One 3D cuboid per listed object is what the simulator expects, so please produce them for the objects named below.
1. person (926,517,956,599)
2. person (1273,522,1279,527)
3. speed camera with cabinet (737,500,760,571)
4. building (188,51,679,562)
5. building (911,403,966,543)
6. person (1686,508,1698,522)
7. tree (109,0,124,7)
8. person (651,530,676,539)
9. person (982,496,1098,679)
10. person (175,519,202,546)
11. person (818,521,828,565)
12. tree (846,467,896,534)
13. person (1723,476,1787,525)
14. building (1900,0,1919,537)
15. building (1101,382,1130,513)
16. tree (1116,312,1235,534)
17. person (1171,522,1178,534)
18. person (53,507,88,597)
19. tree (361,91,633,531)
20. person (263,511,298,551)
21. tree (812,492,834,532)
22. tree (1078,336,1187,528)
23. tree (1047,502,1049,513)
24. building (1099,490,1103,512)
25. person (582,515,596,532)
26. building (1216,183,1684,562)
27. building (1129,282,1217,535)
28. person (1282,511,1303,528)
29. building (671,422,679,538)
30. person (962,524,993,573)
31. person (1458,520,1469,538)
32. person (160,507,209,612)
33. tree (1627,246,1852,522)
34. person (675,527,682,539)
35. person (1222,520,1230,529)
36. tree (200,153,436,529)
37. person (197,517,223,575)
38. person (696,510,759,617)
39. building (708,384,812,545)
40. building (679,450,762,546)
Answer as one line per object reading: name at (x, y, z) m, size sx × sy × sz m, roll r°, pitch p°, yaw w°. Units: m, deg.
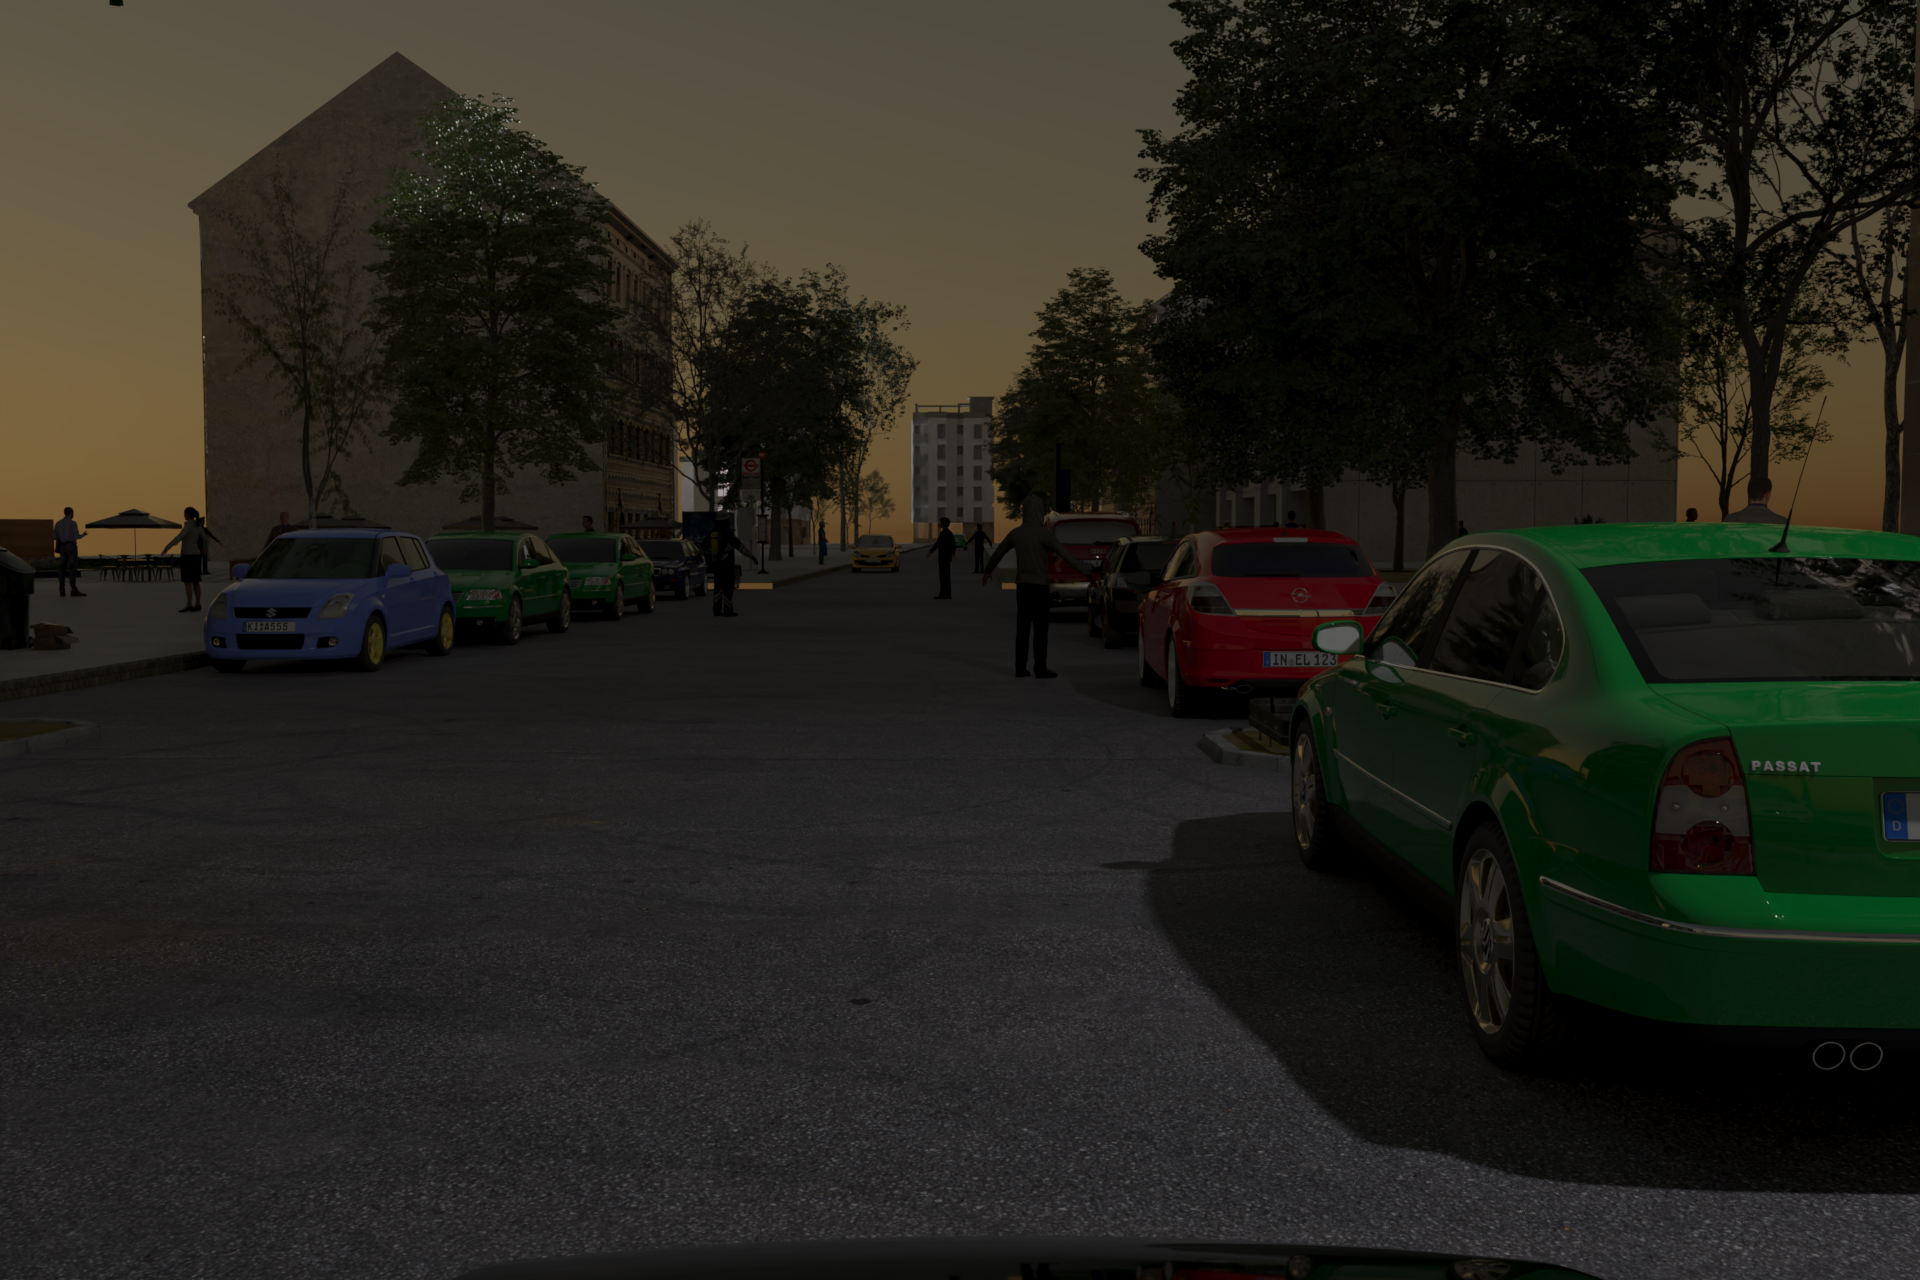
person at (-0.364, -1.814, 38.309) m, size 0.705 × 1.806 × 1.347 m, roll 2°, pitch 4°, yaw 25°
person at (11.812, -3.529, 64.416) m, size 1.216 × 1.740 × 0.721 m, roll 3°, pitch 5°, yaw 42°
speed camera with cabinet at (-7.408, -4.056, 60.646) m, size 0.660 × 3.252 × 2.038 m, roll 0°, pitch 3°, yaw 0°
building at (-25.525, -15.753, 88.483) m, size 19.493 × 23.208 × 18.063 m, roll 0°, pitch 4°, yaw 1°
building at (-6.427, -23.487, 242.889) m, size 11.380 × 20.090 × 16.016 m, roll 1°, pitch 4°, yaw 9°
person at (14.727, -1.753, 34.846) m, size 0.705 × 1.807 × 1.348 m, roll 2°, pitch 4°, yaw 33°
tree at (-11.898, -9.839, 16.750) m, size 12.611 × 20.169 × 13.585 m, roll 0°, pitch 3°, yaw 0°
person at (-12.919, -4.284, 75.815) m, size 1.354 × 1.858 × 0.705 m, roll -1°, pitch 4°, yaw -12°
person at (0.743, -0.532, 17.288) m, size 1.348 × 1.813 × 0.705 m, roll 2°, pitch 4°, yaw 35°
person at (-23.624, -2.852, 53.095) m, size 0.721 × 1.772 × 1.216 m, roll 1°, pitch 4°, yaw 13°
person at (-5.656, -3.988, 71.337) m, size 0.704 × 1.817 × 1.347 m, roll -1°, pitch 4°, yaw -16°
tree at (-12.268, -18.689, 239.980) m, size 7.601 × 10.594 × 8.767 m, roll 0°, pitch 4°, yaw -7°
person at (6.626, -0.475, 14.334) m, size 0.617 × 1.759 × 0.750 m, roll 3°, pitch 5°, yaw 43°
building at (27.008, -12.939, 14.758) m, size 19.351 × 26.588 × 34.151 m, roll 0°, pitch 4°, yaw 1°
building at (25.477, -21.908, 189.131) m, size 19.493 × 23.208 × 18.063 m, roll 0°, pitch 4°, yaw 0°
tree at (7.358, -6.484, 56.380) m, size 4.737 × 8.622 × 4.395 m, roll 0°, pitch 3°, yaw 0°
person at (9.173, -4.132, 73.823) m, size 0.705 × 1.796 × 1.348 m, roll 1°, pitch 4°, yaw 15°
person at (-18.245, -1.818, 35.634) m, size 0.709 × 1.838 × 0.599 m, roll 1°, pitch 4°, yaw 14°
tree at (-12.107, -7.776, 45.263) m, size 7.486 × 12.596 × 7.792 m, roll 0°, pitch 3°, yaw 0°
person at (-14.091, -1.808, 36.151) m, size 0.990 × 1.755 × 0.434 m, roll 0°, pitch 4°, yaw 6°
tree at (-18.825, -17.700, 239.764) m, size 4.360 × 8.622 × 3.978 m, roll 0°, pitch 3°, yaw 0°
tree at (6.051, -6.979, 64.467) m, size 4.360 × 8.622 × 3.978 m, roll 0°, pitch 3°, yaw 0°
tree at (12.149, -19.328, 241.772) m, size 9.928 × 11.665 × 9.643 m, roll 0°, pitch 3°, yaw 0°
building at (22.501, -16.568, 213.038) m, size 9.099 × 9.664 × 28.070 m, roll 0°, pitch 4°, yaw 1°
person at (-7.611, -1.635, 35.329) m, size 0.704 × 1.812 × 1.346 m, roll -3°, pitch 4°, yaw -37°
building at (24.580, -13.951, 94.562) m, size 16.747 × 18.905 × 31.486 m, roll 0°, pitch 4°, yaw 1°
building at (22.342, -17.920, 123.924) m, size 19.493 × 23.208 × 18.063 m, roll 0°, pitch 4°, yaw 0°
person at (7.493, -2.022, 39.222) m, size 1.345 × 1.807 × 0.704 m, roll 0°, pitch 4°, yaw 2°
building at (-23.340, -10.664, 116.508) m, size 9.099 × 9.664 × 28.070 m, roll 0°, pitch 4°, yaw 1°
person at (0.685, -3.338, 63.220) m, size 1.347 × 1.806 × 0.705 m, roll -3°, pitch 4°, yaw -36°
person at (18.980, -3.638, 65.706) m, size 1.346 × 1.802 × 0.704 m, roll -3°, pitch 4°, yaw -38°
person at (-12.741, -1.327, 28.530) m, size 0.721 × 1.735 × 1.217 m, roll 1°, pitch 4°, yaw 9°
tree at (27.591, -8.342, 62.153) m, size 9.928 × 11.665 × 9.643 m, roll 0°, pitch 3°, yaw 0°
person at (-7.332, -2.499, 47.044) m, size 0.705 × 1.806 × 1.347 m, roll 3°, pitch 4°, yaw 37°
person at (10.265, -3.699, 66.455) m, size 0.705 × 1.833 × 1.349 m, roll -1°, pitch 4°, yaw -19°
tree at (-13.199, -5.146, 34.496) m, size 4.360 × 8.622 × 3.978 m, roll 0°, pitch 3°, yaw 0°
person at (-23.937, -2.986, 54.751) m, size 1.347 × 1.837 × 0.705 m, roll 1°, pitch 4°, yaw 17°
person at (-4.107, -1.341, 30.166) m, size 1.354 × 1.856 × 0.705 m, roll 2°, pitch 4°, yaw 31°
building at (-23.820, -21.414, 206.544) m, size 16.016 × 20.090 × 11.380 m, roll 0°, pitch 4°, yaw 0°
building at (-25.776, -14.999, 187.376) m, size 9.099 × 9.664 × 28.070 m, roll 0°, pitch 4°, yaw 1°
